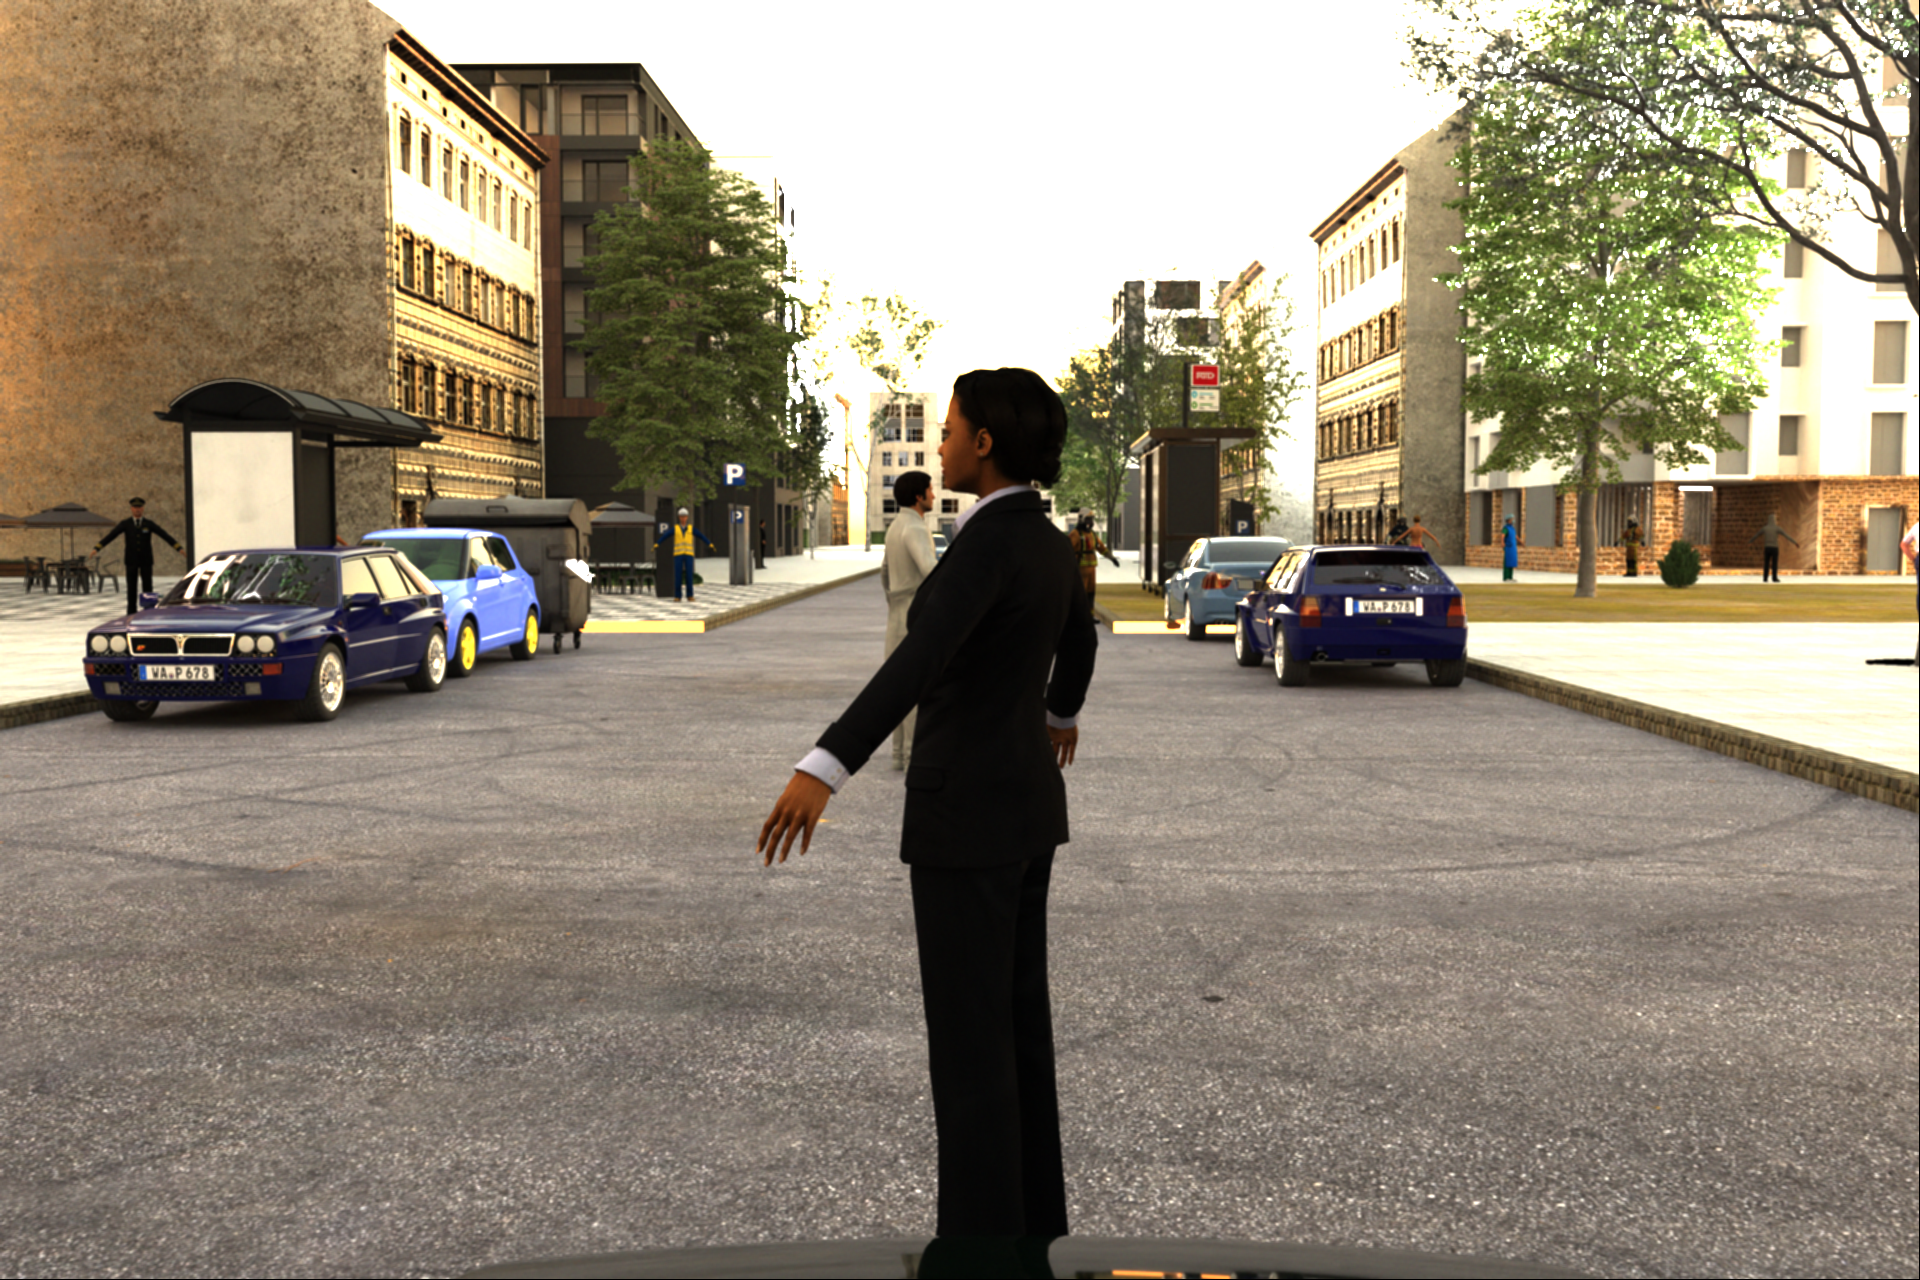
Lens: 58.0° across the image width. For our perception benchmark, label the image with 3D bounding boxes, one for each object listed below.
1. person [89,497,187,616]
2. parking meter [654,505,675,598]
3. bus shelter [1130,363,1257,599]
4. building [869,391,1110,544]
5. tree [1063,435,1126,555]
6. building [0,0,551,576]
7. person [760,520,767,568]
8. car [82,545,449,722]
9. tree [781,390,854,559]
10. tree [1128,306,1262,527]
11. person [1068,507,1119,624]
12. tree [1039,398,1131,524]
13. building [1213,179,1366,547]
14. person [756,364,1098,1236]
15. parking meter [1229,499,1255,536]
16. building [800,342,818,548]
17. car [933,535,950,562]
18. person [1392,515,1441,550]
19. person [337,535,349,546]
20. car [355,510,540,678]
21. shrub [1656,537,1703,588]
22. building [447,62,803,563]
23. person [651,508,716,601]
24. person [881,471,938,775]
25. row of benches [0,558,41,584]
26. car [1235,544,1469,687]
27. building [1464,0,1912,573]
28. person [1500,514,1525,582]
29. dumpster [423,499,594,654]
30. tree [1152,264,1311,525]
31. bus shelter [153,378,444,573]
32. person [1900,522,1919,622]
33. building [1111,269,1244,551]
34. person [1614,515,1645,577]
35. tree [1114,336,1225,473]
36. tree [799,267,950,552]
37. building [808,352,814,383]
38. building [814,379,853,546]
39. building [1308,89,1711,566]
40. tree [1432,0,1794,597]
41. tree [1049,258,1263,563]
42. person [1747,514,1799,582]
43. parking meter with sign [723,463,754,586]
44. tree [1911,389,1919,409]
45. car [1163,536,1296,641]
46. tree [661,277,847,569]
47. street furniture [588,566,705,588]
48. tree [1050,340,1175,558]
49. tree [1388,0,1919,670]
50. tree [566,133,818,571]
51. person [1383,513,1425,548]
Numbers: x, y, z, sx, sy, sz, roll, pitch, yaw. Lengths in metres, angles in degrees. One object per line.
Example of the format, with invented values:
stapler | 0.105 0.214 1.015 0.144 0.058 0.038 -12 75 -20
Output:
person | -12.536 -1.254 26.441 1.347 1.837 0.705 -2 4 -25
parking meter | -5.952 -1.784 34.885 0.399 1.863 0.255 0 4 1
bus shelter | 4.951 -3.713 38.339 2.179 5.291 8.768 0 4 2
building | 4.611 -21.558 221.388 31.486 18.905 16.747 0 4 0
tree | 8.694 -9.655 108.214 4.737 8.622 4.395 0 3 0
building | -26.195 -14.053 60.690 19.493 23.208 18.063 0 4 0
person | -7.376 -3.577 64.669 0.705 1.806 1.347 0 4 -6
car | -5.633 -0.116 14.473 1.945 1.354 3.894 0 4 1
tree | -7.567 -8.488 89.137 4.737 8.622 4.395 0 3 0
tree | 7.146 -6.489 56.457 4.360 8.622 3.978 0 3 0
person | 2.008 -1.181 27.528 1.354 1.858 0.705 -3 5 -43
tree | 8.709 -12.862 128.423 7.486 12.596 7.792 0 3 0
building | 26.030 -16.679 103.635 19.493 23.208 18.063 0 4 1
person | -0.012 0.362 3.254 0.721 1.740 1.216 2 4 25
parking meter | 4.652 -1.398 28.570 0.399 1.863 0.255 0 4 2
building | -22.372 -17.314 149.546 16.747 18.905 31.486 0 4 1
car | -1.225 -3.520 69.554 2.014 1.417 4.499 0 4 1
person | 10.953 -2.131 41.646 1.217 1.733 0.721 0 4 2
person | -10.628 -1.374 28.602 1.345 1.843 0.704 1 4 12
car | -5.714 -0.540 18.419 1.945 1.707 3.694 0 4 1
shrub | 17.048 -1.829 41.026 1.383 1.207 1.383 0 3 0
building | -24.035 -15.163 91.887 27.936 21.610 32.646 0 4 1
person | -5.256 -1.621 32.965 1.216 1.772 0.721 -1 4 -11
person | -0.248 -0.107 10.399 0.705 1.806 1.347 -1 4 -20
row of benches | -25.655 -1.763 44.284 4.104 0.672 1.422 -1 4 -11
car | 3.868 -0.308 17.617 1.945 1.354 3.894 0 4 0
building | 24.932 -12.838 66.327 16.016 20.090 11.380 0 4 1
person | 14.751 -2.463 46.399 0.704 1.817 1.347 3 5 41
dumpster | -5.502 -0.790 21.125 1.865 1.857 1.264 0 4 2
tree | 7.545 -5.877 46.456 4.737 8.622 4.395 0 3 0
bus shelter | -9.391 -1.917 25.273 2.014 3.302 5.546 0 4 1
person | 12.816 -0.968 22.807 0.436 1.711 0.756 -1 4 -16
building | 26.835 -18.711 149.903 27.936 21.610 32.646 0 4 1
person | 20.169 -2.830 52.044 0.705 1.858 1.354 -1 4 -16
tree | 7.434 -6.982 64.522 4.360 8.622 3.978 0 3 0
tree | -7.384 -16.371 123.555 12.611 20.169 13.585 0 3 0
building | -20.452 -19.131 169.205 16.016 20.090 11.380 0 4 1
building | -22.490 -22.104 192.329 19.493 23.208 18.063 0 4 2
building | 27.117 -15.121 78.160 19.493 23.208 18.063 0 4 1
tree | 13.143 -7.160 35.197 7.486 12.596 7.792 0 3 0
tree | 8.429 -10.205 77.217 12.009 13.543 11.850 0 3 0
person | 21.774 -2.466 46.450 1.348 1.813 0.705 3 5 44
parking meter with sign | -5.522 -2.891 43.521 0.543 3.016 1.738 0 4 1
tree | 28.288 -6.686 43.731 7.601 10.594 8.767 -1 4 -19
car | 3.944 -0.769 24.580 2.014 1.417 4.499 0 4 1
tree | -7.668 -7.865 63.007 7.601 10.594 8.767 -3 5 -41
street furniture | -11.027 -1.809 45.207 5.734 0.657 10.072 -2 4 -32
tree | 8.049 -10.122 91.257 9.928 11.665 9.643 0 3 0
tree | 9.504 -6.494 16.541 12.009 13.543 11.850 0 3 0
tree | -7.689 -8.068 50.032 7.486 12.596 7.792 0 3 0
person | 12.329 -2.599 48.279 1.354 1.856 0.705 -1 4 -21
